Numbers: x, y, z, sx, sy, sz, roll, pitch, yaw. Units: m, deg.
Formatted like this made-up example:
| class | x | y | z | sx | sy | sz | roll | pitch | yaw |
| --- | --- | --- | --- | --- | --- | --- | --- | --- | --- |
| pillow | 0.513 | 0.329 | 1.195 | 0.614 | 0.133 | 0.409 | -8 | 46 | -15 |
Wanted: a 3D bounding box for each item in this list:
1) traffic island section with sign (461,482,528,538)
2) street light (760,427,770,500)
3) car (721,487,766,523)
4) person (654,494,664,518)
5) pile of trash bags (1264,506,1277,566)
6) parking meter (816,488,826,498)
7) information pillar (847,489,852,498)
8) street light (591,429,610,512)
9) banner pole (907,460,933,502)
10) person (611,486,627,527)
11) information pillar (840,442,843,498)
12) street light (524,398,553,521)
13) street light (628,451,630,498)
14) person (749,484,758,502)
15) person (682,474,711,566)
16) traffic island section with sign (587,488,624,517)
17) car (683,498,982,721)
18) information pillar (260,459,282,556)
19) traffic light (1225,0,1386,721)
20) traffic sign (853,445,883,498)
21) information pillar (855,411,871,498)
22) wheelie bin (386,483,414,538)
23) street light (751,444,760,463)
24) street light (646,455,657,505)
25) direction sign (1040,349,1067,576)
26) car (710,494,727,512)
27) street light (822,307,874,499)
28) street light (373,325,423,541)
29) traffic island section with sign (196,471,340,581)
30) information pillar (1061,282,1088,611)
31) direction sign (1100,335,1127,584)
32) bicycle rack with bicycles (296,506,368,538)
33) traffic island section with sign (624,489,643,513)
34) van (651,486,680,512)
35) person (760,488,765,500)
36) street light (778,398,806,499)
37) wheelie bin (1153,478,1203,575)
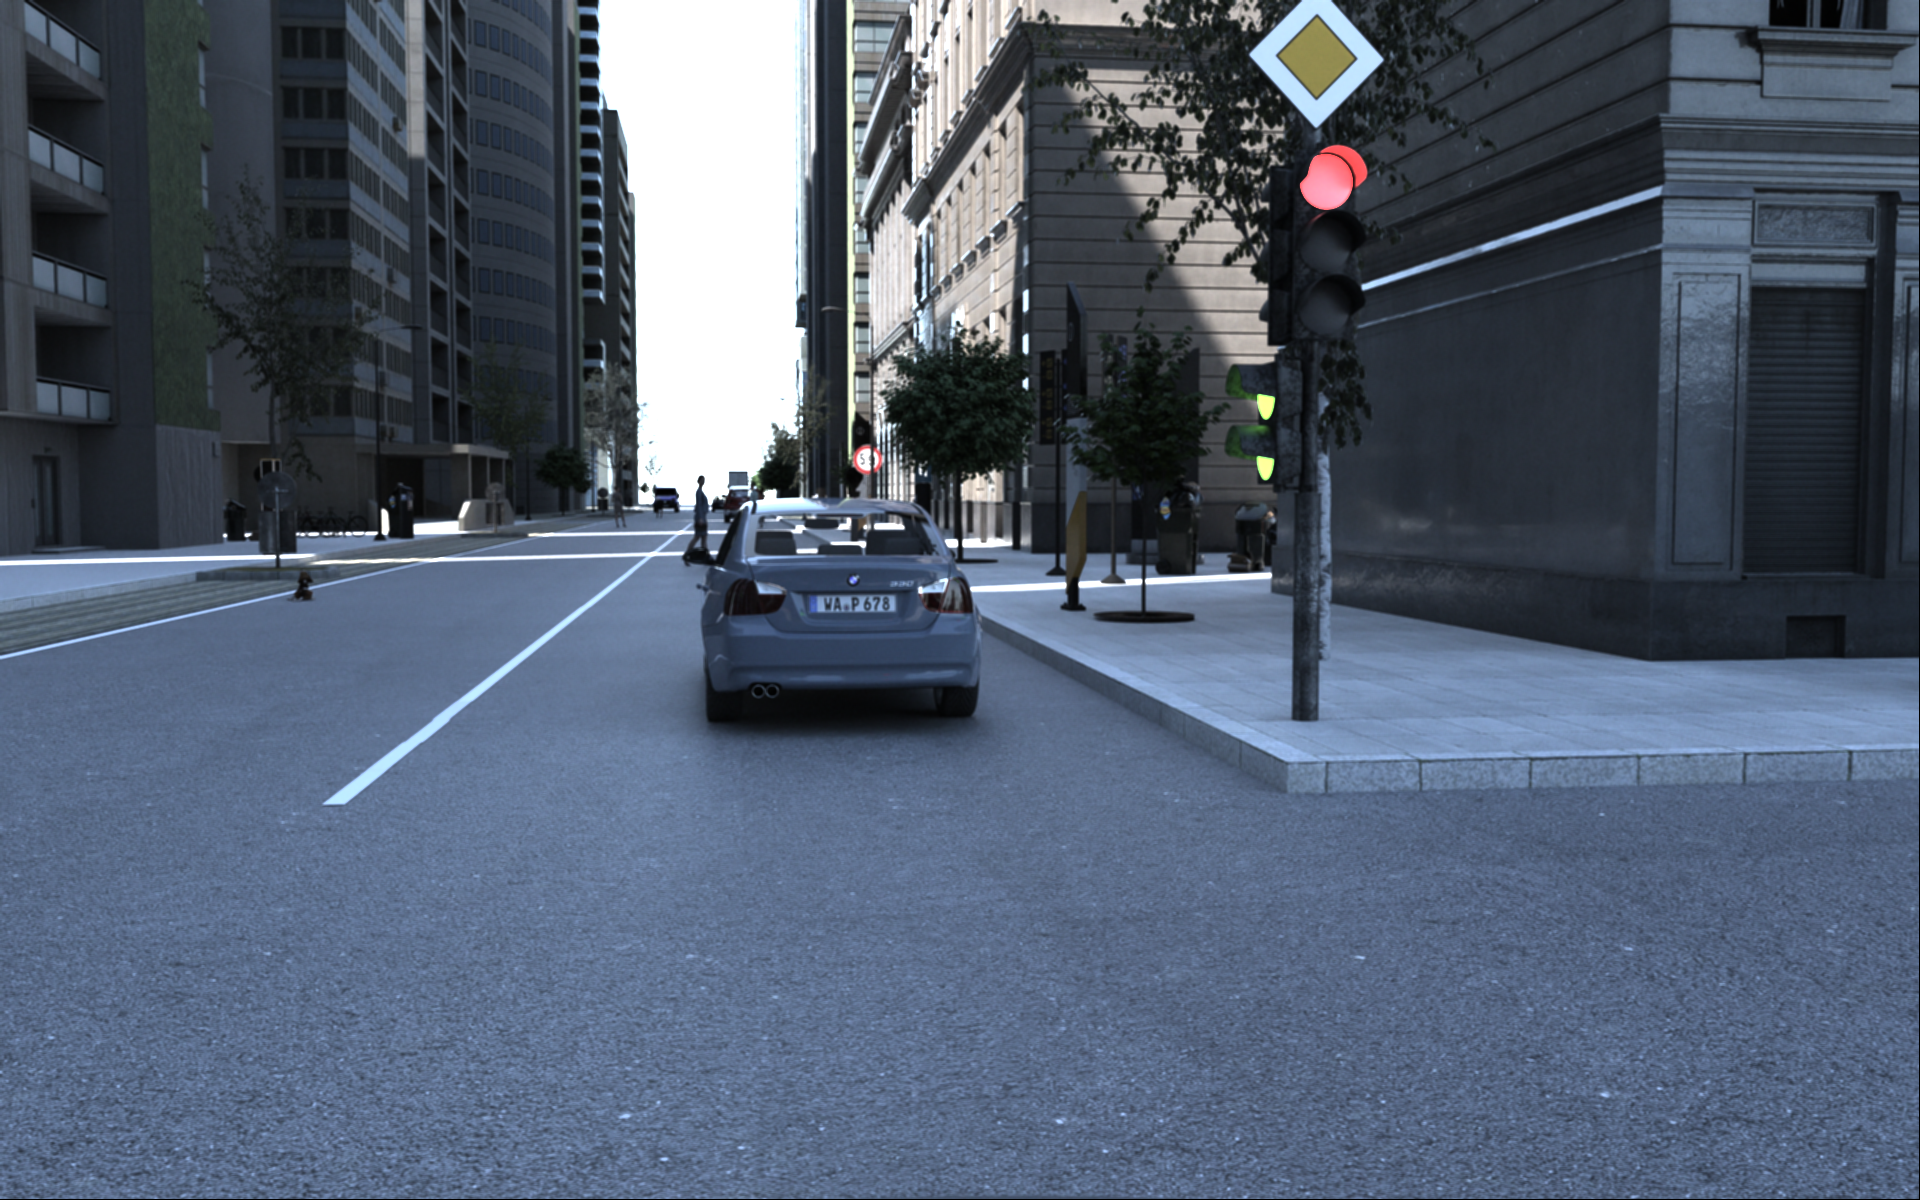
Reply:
| class | x | y | z | sx | sy | sz | roll | pitch | yaw |
| --- | --- | --- | --- | --- | --- | --- | --- | --- | --- |
| traffic island section with sign | -15.400 | -2.985 | 57.431 | 1.989 | 1.847 | 2.006 | 0 | 4 | -8 |
| street light | -12.894 | -9.014 | 119.925 | 1.470 | 5.913 | 1.316 | 0 | 4 | -8 |
| car | -11.073 | -4.897 | 88.732 | 2.281 | 1.827 | 5.304 | 0 | 4 | -8 |
| person | -18.298 | -5.707 | 105.006 | 0.799 | 1.438 | 0.628 | 1 | 4 | 18 |
| pile of trash bags | 7.075 | -1.267 | 30.471 | 3.447 | 1.369 | 1.912 | 0 | 4 | 7 |
| parking meter | -5.412 | -3.603 | 67.313 | 0.372 | 1.533 | 0.369 | 0 | 3 | 0 |
| information pillar | -4.027 | -3.698 | 64.954 | 0.304 | 2.012 | 0.304 | 3 | 5 | 41 |
| street light | -25.554 | -9.210 | 123.132 | 1.470 | 5.913 | 1.316 | 0 | 4 | -8 |
| banner pole | -1.135 | -3.423 | 45.979 | 0.863 | 3.779 | 0.401 | 0 | 4 | 2 |
| person | -14.737 | -4.037 | 74.842 | 0.599 | 1.781 | 0.374 | 1 | 4 | 15 |
| information pillar | -5.321 | -5.290 | 77.841 | 0.183 | 3.616 | 0.504 | -1 | 4 | -10 |
| street light | -20.392 | -6.809 | 83.868 | 1.470 | 5.913 | 1.316 | 0 | 4 | -8 |
| street light | -31.395 | -11.895 | 167.024 | 1.470 | 5.913 | 1.316 | 0 | 4 | -8 |
| person | -8.699 | -3.968 | 73.244 | 0.748 | 1.841 | 0.638 | 3 | 5 | 40 |
| person | -5.222 | -1.596 | 34.610 | 0.654 | 1.822 | 0.581 | 1 | 4 | 14 |
| traffic island section with sign | -22.015 | -6.022 | 107.087 | 1.989 | 1.847 | 2.006 | 0 | 4 | -8 |
| car | -0.953 | -0.019 | 12.312 | 2.014 | 1.417 | 4.499 | -1 | 4 | -9 |
| information pillar | -14.408 | -1.942 | 36.248 | 0.304 | 2.012 | 0.304 | 0 | 4 | 5 |
| traffic light | 1.942 | -1.272 | 9.726 | 0.839 | 4.253 | 0.868 | 0 | 4 | -8 |
| traffic sign | -2.387 | -2.737 | 44.861 | 0.768 | 2.556 | 0.104 | 0 | 4 | -4 |
| information pillar | -2.746 | -3.523 | 48.959 | 0.504 | 3.616 | 0.183 | -1 | 4 | -16 |
| wheelie bin | -16.436 | -2.628 | 50.884 | 0.693 | 1.594 | 0.980 | 0 | 4 | -4 |
| street light | -18.275 | -11.470 | 160.082 | 1.470 | 5.913 | 1.316 | 0 | 4 | -8 |
| street light | -36.783 | -14.326 | 206.763 | 1.470 | 5.913 | 1.316 | 0 | 4 | -8 |
| direction sign | 1.545 | -2.157 | 27.260 | 0.379 | 3.537 | 0.876 | -3 | 4 | -37 |
| car | -19.122 | -7.921 | 139.299 | 2.009 | 1.686 | 4.222 | -1 | 4 | -9 |
| street light | -2.736 | -4.325 | 43.263 | 1.470 | 5.913 | 1.316 | 0 | 4 | -8 |
| street light | -15.452 | -4.593 | 47.629 | 1.470 | 5.913 | 1.316 | 0 | 4 | -8 |
| traffic island section with sign | -11.679 | -1.272 | 29.419 | 1.989 | 1.847 | 2.006 | 0 | 4 | -8 |
| information pillar | 1.274 | -1.691 | 19.003 | 0.183 | 3.616 | 0.504 | -1 | 4 | -14 |
| direction sign | 2.199 | -2.002 | 24.723 | 0.379 | 3.537 | 0.876 | 2 | 4 | 27 |
| bicycle rack with bicycles | -19.152 | -2.333 | 51.520 | 2.925 | 0.926 | 2.852 | -2 | 4 | -25 |
| traffic island section with sign | -25.629 | -7.688 | 134.321 | 1.989 | 1.847 | 2.006 | 0 | 4 | -8 |
| van | -23.218 | -8.113 | 137.034 | 2.240 | 2.365 | 5.245 | 0 | 4 | -7 |
| person | -12.066 | -5.975 | 106.131 | 0.705 | 1.831 | 1.348 | 0 | 4 | -1 |
| street light | -8.053 | -6.791 | 83.571 | 1.470 | 5.913 | 1.316 | 0 | 4 | -8 |
| wheelie bin | 3.501 | -1.210 | 27.687 | 0.693 | 1.594 | 0.980 | 1 | 4 | 20 |
